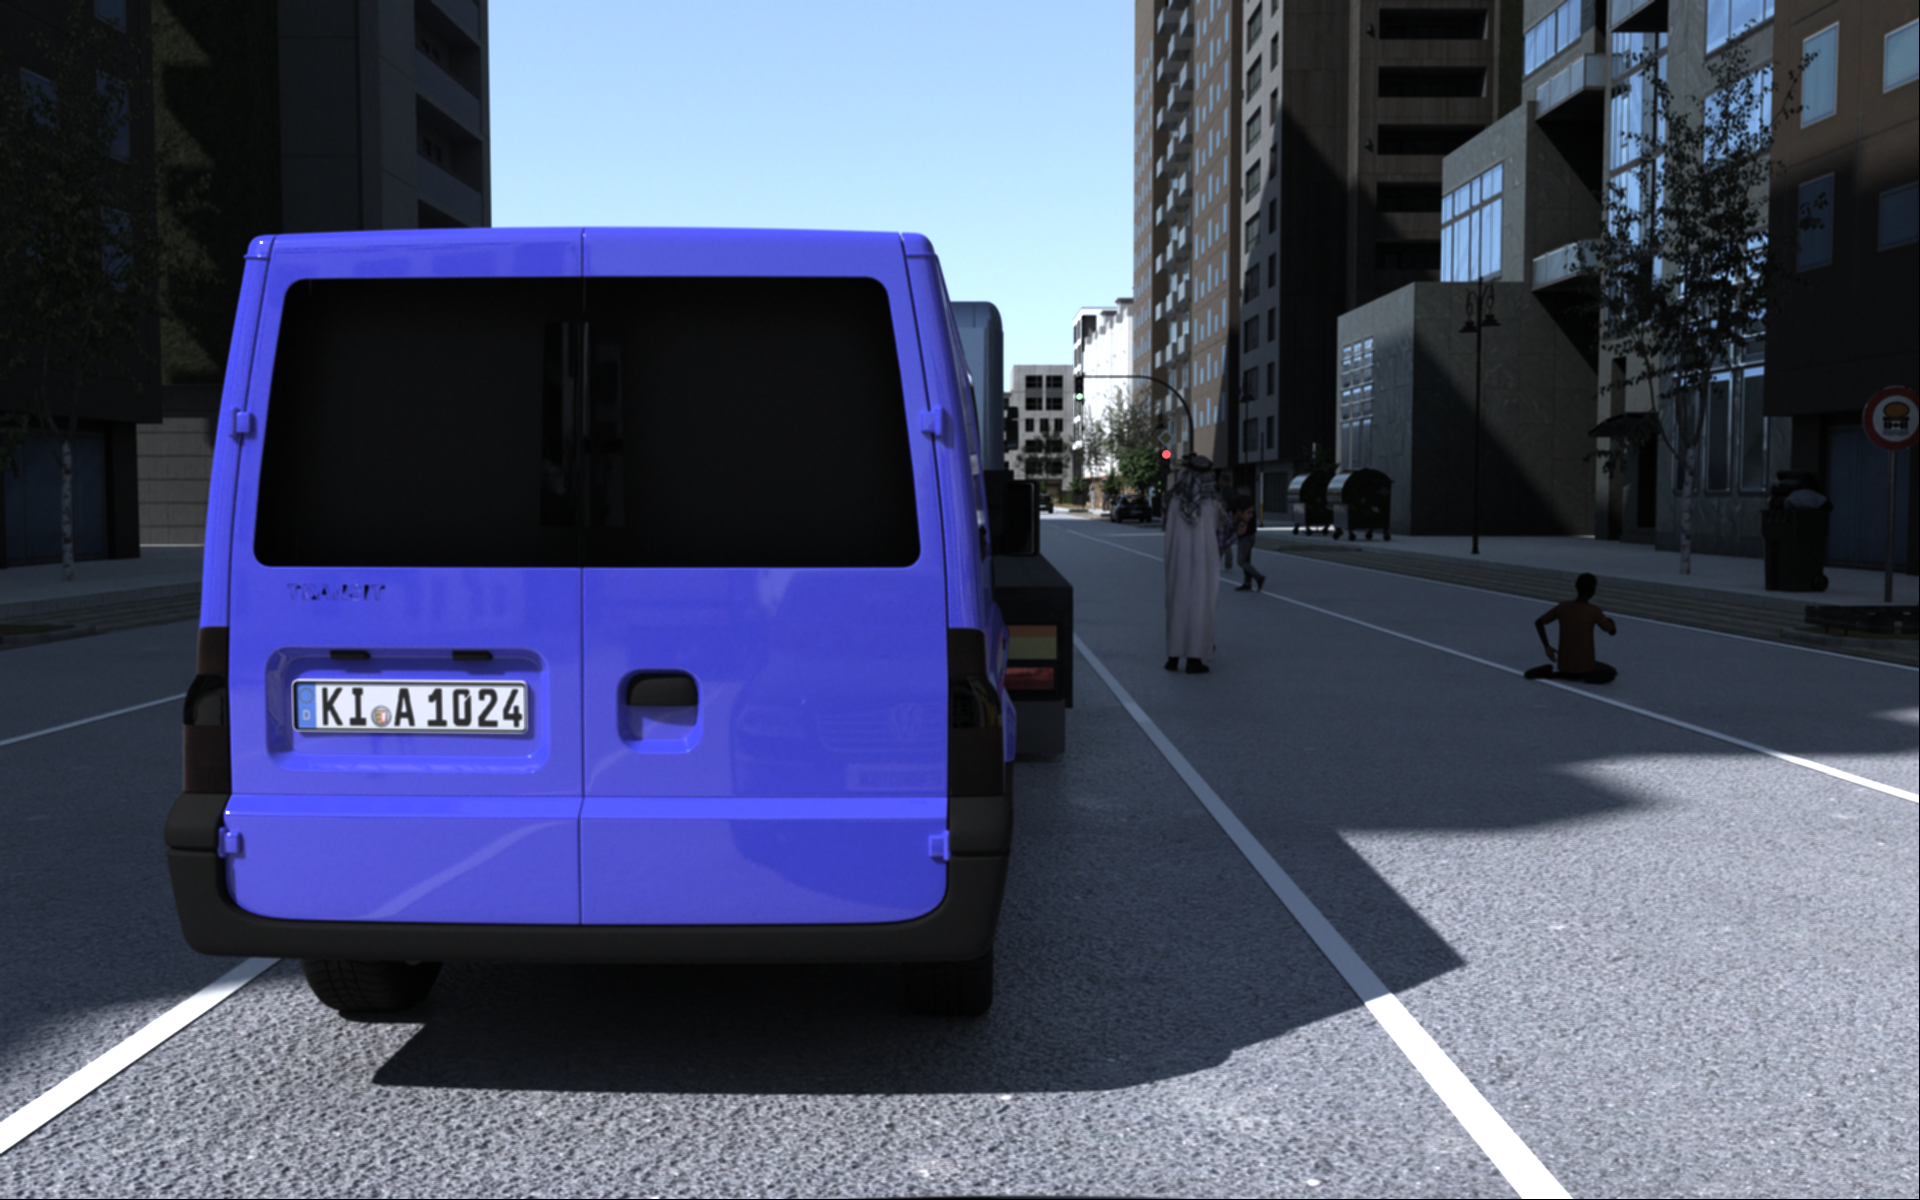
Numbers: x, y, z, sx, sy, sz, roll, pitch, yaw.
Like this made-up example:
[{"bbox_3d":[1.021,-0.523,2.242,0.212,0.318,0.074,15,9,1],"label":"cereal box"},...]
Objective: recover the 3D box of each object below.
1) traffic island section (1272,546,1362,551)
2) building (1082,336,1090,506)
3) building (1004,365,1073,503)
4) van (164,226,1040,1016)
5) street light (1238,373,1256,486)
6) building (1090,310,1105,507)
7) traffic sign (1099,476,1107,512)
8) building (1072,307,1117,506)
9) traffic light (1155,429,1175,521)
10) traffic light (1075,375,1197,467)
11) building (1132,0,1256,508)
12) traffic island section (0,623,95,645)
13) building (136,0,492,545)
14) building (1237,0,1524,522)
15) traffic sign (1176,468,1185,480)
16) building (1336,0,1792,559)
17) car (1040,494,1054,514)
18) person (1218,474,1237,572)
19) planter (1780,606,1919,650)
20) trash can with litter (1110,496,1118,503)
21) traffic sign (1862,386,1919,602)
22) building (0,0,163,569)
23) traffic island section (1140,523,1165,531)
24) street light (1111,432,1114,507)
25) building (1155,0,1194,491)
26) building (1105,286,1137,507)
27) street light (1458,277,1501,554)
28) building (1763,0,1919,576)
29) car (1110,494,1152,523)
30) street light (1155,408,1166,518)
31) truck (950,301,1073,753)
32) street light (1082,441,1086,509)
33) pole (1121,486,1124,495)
[{"bbox_3d":[9.009,-1.297,44.065,1.991,0.108,1.994,0,4,0],"label":"traffic island section"},{"bbox_3d":[21.153,-20.008,183.550,16.016,20.091,11.380,0,4,0],"label":"building"},{"bbox_3d":[7.242,-23.137,244.741,31.486,18.905,16.747,0,4,0],"label":"building"},{"bbox_3d":[-0.789,-0.125,6.429,2.240,2.365,5.245,0,4,1],"label":"van"},{"bbox_3d":[10.933,-5.709,66.122,0.468,5.910,1.993,0,4,0],"label":"street light"},{"bbox_3d":[21.655,-19.313,172.194,16.016,20.091,11.380,0,4,0],"label":"building"},{"bbox_3d":[10.403,-7.607,124.476,0.768,2.556,0.104,1,4,9],"label":"traffic sign"},{"bbox_3d":[27.160,-22.124,205.697,27.936,21.610,32.646,0,4,0],"label":"building"},{"bbox_3d":[8.827,-5.239,74.571,0.839,4.253,0.868,0,4,0],"label":"traffic light"},{"bbox_3d":[6.773,-5.613,66.435,4.771,5.953,1.251,0,4,0],"label":"traffic light"},{"bbox_3d":[21.879,-30.093,142.133,14.600,45.320,14.200,0,4,0],"label":"building"},{"bbox_3d":[-9.778,0.352,17.113,1.991,0.108,1.994,0,4,0],"label":"traffic island section"},{"bbox_3d":[-29.562,-31.187,51.904,28.212,58.520,21.231,0,4,0],"label":"building"},{"bbox_3d":[21.492,-19.052,83.207,14.107,30.474,14.160,0,4,0],"label":"building"},{"bbox_3d":[11.140,-5.264,86.168,0.768,2.556,0.104,1,4,9],"label":"traffic sign"},{"bbox_3d":[24.951,-44.812,45.340,22.319,86.520,31.000,0,4,0],"label":"building"},{"bbox_3d":[6.011,-7.257,128.437,2.009,1.686,4.222,0,4,1],"label":"car"},{"bbox_3d":[4.901,-1.431,32.024,0.434,1.807,0.598,3,4,38],"label":"person"},{"bbox_3d":[9.134,0.266,16.798,1.991,0.319,1.994,0,4,0],"label":"planter"},{"bbox_3d":[10.909,-6.616,119.556,1.055,1.170,0.624,-2,4,-35],"label":"trash can with litter"},{"bbox_3d":[11.025,-1.247,20.498,0.768,2.556,0.104,0,4,2],"label":"traffic sign"},{"bbox_3d":[-23.039,-23.039,26.794,14.600,45.320,14.200,0,4,0],"label":"building"},{"bbox_3d":[8.867,-3.205,74.685,2.009,0.180,2.903,0,4,0],"label":"traffic island section"},{"bbox_3d":[10.636,-9.078,121.213,0.468,5.910,1.993,0,4,0],"label":"street light"},{"bbox_3d":[25.613,-30.584,119.662,23.786,49.044,30.456,0,4,0],"label":"building"},{"bbox_3d":[22.235,-18.608,160.661,16.016,20.091,11.380,0,4,0],"label":"building"},{"bbox_3d":[11.069,-3.929,37.028,0.468,5.910,1.993,0,4,0],"label":"street light"},{"bbox_3d":[21.704,-22.843,23.594,14.600,45.320,14.200,0,4,0],"label":"building"},{"bbox_3d":[8.565,-4.714,86.861,2.009,1.686,4.222,0,4,-2],"label":"car"},{"bbox_3d":[10.767,-7.370,93.295,0.468,5.910,1.993,0,4,0],"label":"street light"},{"bbox_3d":[-0.597,-1.753,18.420,2.967,4.110,18.799,0,3,0],"label":"truck"},{"bbox_3d":[10.639,-10.801,149.375,0.468,5.910,1.993,0,4,0],"label":"street light"},{"bbox_3d":[11.300,-7.726,120.160,0.158,3.312,0.155,0,3,0],"label":"pole"}]
